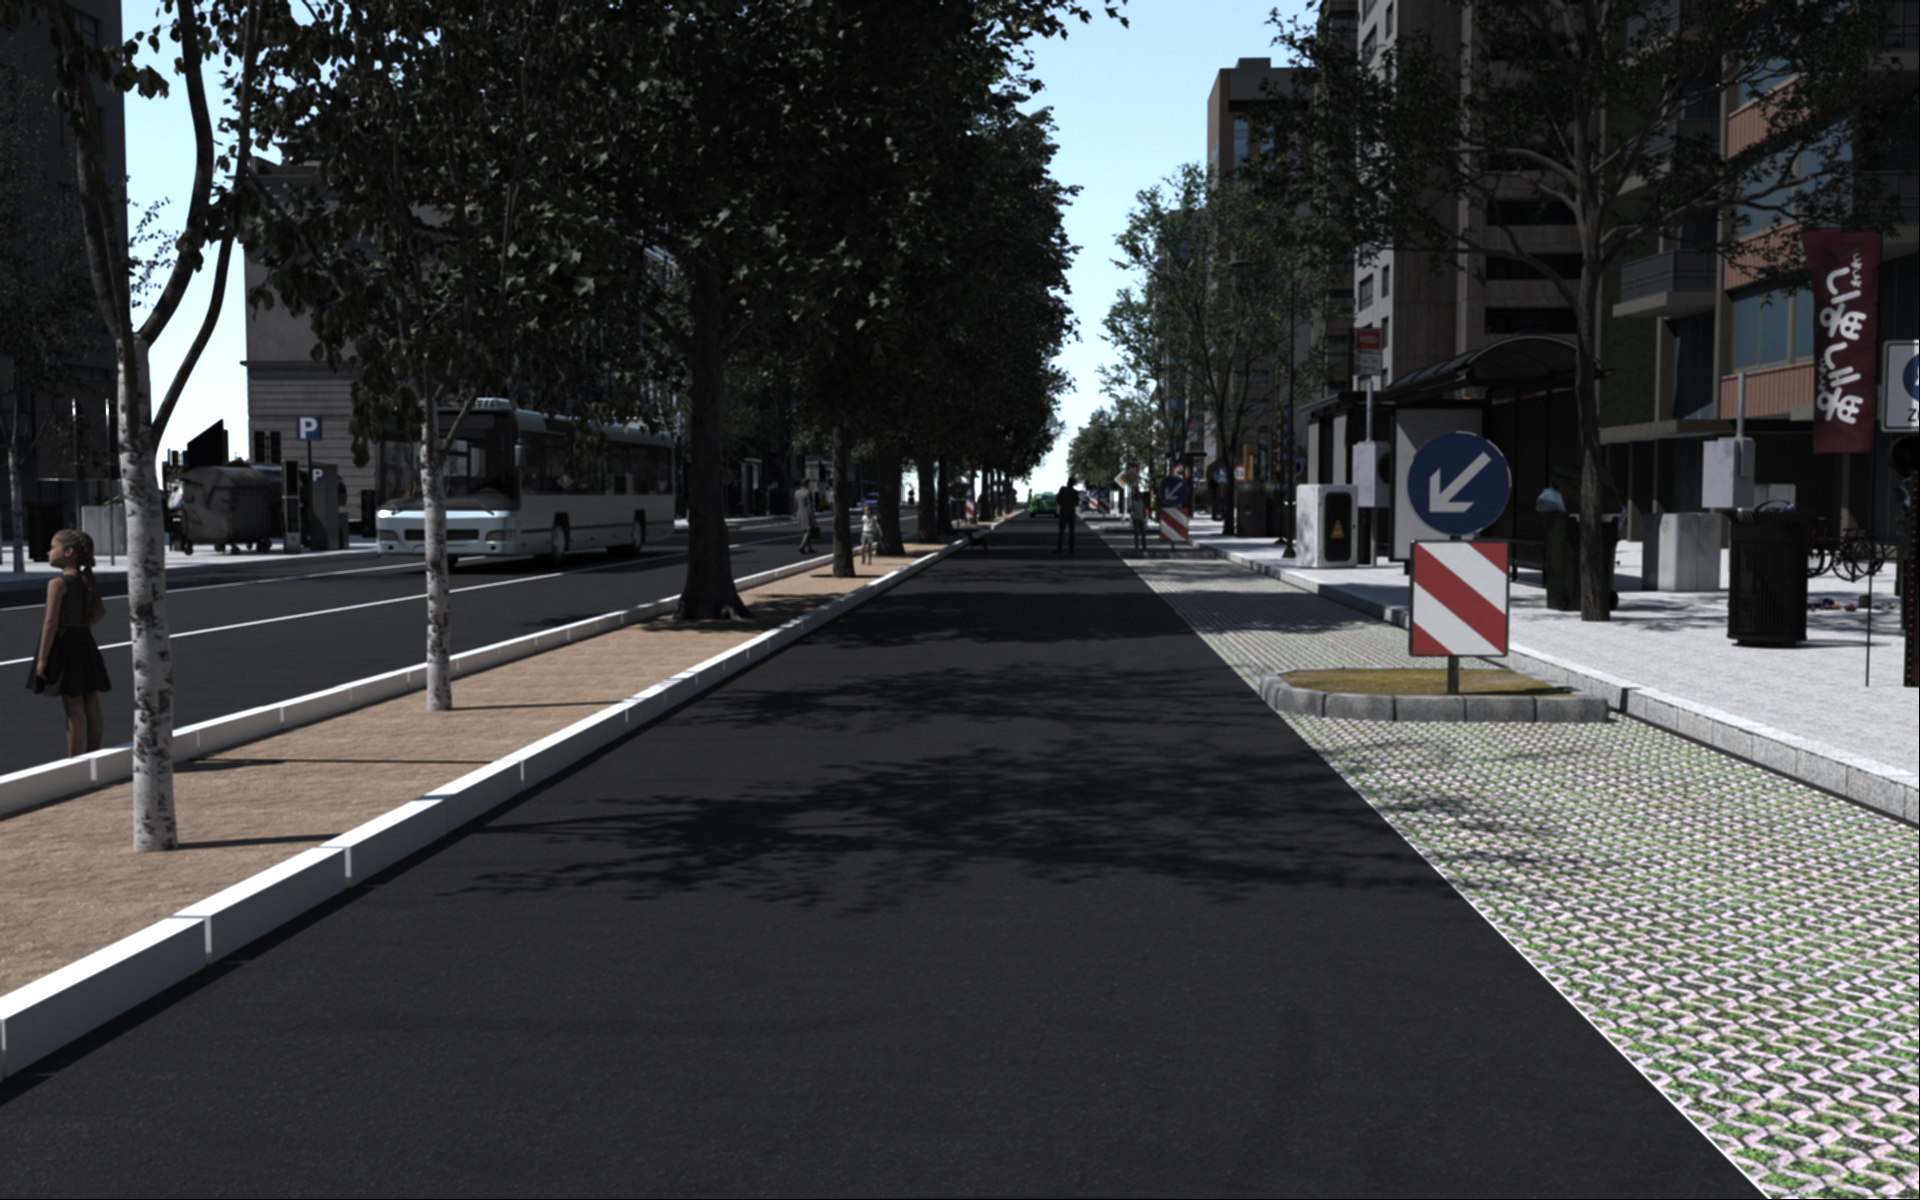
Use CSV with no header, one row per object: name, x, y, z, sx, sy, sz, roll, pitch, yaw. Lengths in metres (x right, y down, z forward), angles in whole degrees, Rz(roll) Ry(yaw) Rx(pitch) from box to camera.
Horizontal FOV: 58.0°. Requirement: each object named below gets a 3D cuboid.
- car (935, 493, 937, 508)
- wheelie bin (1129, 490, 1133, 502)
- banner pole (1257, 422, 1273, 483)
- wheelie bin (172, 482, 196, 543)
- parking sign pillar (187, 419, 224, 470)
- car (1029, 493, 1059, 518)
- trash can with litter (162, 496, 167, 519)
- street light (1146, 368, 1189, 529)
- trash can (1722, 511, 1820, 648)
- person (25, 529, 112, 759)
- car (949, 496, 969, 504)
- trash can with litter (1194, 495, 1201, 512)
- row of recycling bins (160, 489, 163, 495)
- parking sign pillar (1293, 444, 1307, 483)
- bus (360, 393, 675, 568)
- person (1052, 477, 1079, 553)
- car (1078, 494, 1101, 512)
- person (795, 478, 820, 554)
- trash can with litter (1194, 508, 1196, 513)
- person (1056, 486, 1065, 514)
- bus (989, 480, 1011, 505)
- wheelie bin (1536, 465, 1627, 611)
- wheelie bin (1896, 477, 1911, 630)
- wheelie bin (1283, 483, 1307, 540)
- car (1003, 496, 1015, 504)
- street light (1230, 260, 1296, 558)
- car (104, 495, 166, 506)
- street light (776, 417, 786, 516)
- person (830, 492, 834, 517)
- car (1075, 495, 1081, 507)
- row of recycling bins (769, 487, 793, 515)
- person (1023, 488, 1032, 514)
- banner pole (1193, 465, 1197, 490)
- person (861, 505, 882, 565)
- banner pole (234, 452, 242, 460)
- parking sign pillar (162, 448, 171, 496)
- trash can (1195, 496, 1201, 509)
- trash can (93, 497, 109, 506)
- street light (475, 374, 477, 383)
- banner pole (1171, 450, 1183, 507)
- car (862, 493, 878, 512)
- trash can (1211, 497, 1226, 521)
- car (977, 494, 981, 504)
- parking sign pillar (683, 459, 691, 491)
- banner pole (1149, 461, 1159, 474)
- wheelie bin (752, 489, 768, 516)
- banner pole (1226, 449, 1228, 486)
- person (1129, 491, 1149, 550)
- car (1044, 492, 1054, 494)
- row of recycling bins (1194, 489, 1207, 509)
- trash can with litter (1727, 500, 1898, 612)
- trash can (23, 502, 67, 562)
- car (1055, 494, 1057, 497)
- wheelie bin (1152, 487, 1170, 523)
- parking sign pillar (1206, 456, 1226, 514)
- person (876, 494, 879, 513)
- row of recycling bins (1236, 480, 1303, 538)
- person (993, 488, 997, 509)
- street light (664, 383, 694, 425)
car,-2.074,-9.229,159.926,2.155,1.783,4.494,0,4,2
wheelie bin,14.379,-8.284,143.349,0.693,1.594,0.980,-2,4,-35
banner pole,10.600,-4.280,59.994,0.863,3.779,0.401,-2,4,-34
wheelie bin,-20.161,-2.281,45.209,0.980,1.594,0.693,2,4,23
parking sign pillar,-26.993,-4.508,62.171,1.447,3.967,1.447,0,4,2
car,5.204,-5.956,106.172,1.959,1.807,4.718,0,4,4
trash can with litter,-45.977,-5.353,98.583,1.678,1.210,2.233,-2,4,-30
street light,7.695,-5.570,63.617,1.470,5.913,1.316,0,4,3
trash can,6.811,-0.180,14.596,0.748,1.137,0.748,0,3,0
person,-4.533,0.268,8.781,0.373,1.253,0.362,1,4,10
car,-0.020,-7.424,133.744,2.083,1.381,4.827,0,4,2
trash can with litter,16.854,-6.968,124.990,1.678,1.210,2.233,0,4,-1
row of recycling bins,-63.918,-7.968,137.395,1.069,1.692,3.534,1,4,21
parking sign pillar,18.495,-6.424,93.504,1.447,3.967,1.447,-1,4,-21
bus,-8.786,-2.538,36.350,2.948,3.499,13.247,0,4,4
person,2.589,-2.089,42.462,0.655,1.846,0.447,-1,4,-14
car,9.857,-7.191,129.577,2.014,1.417,4.499,0,4,1
person,-3.650,-2.011,41.481,0.694,1.812,0.767,3,5,45
trash can with litter,15.861,-6.649,120.100,0.624,1.170,1.055,3,5,43
person,4.439,-4.023,74.524,0.600,1.795,0.529,1,4,9
bus,5.149,-13.553,216.451,2.948,3.499,13.247,0,4,2
wheelie bin,6.826,-0.688,19.153,0.980,1.594,0.693,0,4,-7
wheelie bin,9.109,-0.502,16.116,0.693,1.594,0.980,1,4,16
wheelie bin,9.496,-2.489,48.603,0.693,1.594,0.980,-2,4,-29
car,7.217,-15.396,260.758,2.155,1.783,4.494,0,4,2
street light,6.069,-3.795,34.581,1.470,5.913,1.316,0,4,3
car,-34.000,-3.714,70.944,3.980,1.641,2.015,0,4,4
street light,-10.195,-7.942,102.393,1.470,5.913,1.316,0,4,3
person,-7.837,-6.141,108.769,0.638,1.841,0.748,0,4,2
car,12.626,-10.145,178.450,1.945,1.354,3.894,0,4,4
row of recycling bins,-11.078,-6.153,107.716,1.069,1.692,3.534,-1,4,-18
person,4.984,-7.188,125.872,0.795,1.843,0.661,0,4,7
banner pole,17.742,-8.658,131.567,0.401,3.779,0.863,-2,4,-33
person,-1.780,-1.300,34.771,0.505,1.210,0.382,1,4,17
banner pole,-42.670,-6.876,102.446,0.863,3.779,0.401,2,4,33
parking sign pillar,-46.449,-6.911,101.462,1.447,3.967,1.447,-2,4,-24
trash can,18.635,-7.612,136.103,0.748,1.137,0.748,0,3,0
trash can,-40.215,-4.254,81.204,0.748,1.137,0.748,0,3,0
street light,-13.108,-4.668,48.860,1.470,5.913,1.316,0,4,3
banner pole,10.716,-5.854,85.732,0.863,3.779,0.401,2,4,24
car,-6.617,-7.668,134.959,1.945,1.707,3.694,0,4,4
trash can,12.326,-4.342,82.639,0.748,1.137,0.748,0,3,0
car,3.576,-15.351,260.767,2.009,1.686,4.222,0,4,5
parking sign pillar,-19.646,-8.451,126.641,1.447,3.967,1.447,3,4,38
banner pole,13.535,-7.971,120.337,0.863,3.779,0.401,0,4,3
wheelie bin,-11.592,-5.687,100.885,0.980,1.594,0.693,-2,4,-31
banner pole,14.934,-6.507,96.400,0.401,3.779,0.863,2,4,29
person,4.464,-1.946,42.905,0.523,1.515,0.503,3,5,40
car,13.731,-15.899,268.626,2.281,1.827,5.304,0,4,4
row of recycling bins,19.497,-8.069,139.042,1.069,1.692,3.534,-1,4,-17
trash can with litter,9.530,-0.505,19.308,2.233,1.210,1.678,0,4,-5
trash can,-17.283,-1.290,32.750,0.748,1.137,0.748,0,3,0
car,6.862,-7.422,131.143,2.009,1.686,4.222,0,4,4
wheelie bin,8.940,-4.179,76.232,0.980,1.594,0.693,0,4,-1
parking sign pillar,16.852,-7.647,113.504,1.447,3.967,1.447,1,4,22
person,-6.056,-7.482,131.007,0.537,1.800,0.526,2,4,33
row of recycling bins,9.637,-2.716,51.517,3.534,1.692,1.069,-2,4,-33
person,1.991,-6.078,107.715,0.661,1.843,0.795,0,4,-8
street light,-11.807,-6.119,72.586,1.470,5.913,1.316,0,4,3
